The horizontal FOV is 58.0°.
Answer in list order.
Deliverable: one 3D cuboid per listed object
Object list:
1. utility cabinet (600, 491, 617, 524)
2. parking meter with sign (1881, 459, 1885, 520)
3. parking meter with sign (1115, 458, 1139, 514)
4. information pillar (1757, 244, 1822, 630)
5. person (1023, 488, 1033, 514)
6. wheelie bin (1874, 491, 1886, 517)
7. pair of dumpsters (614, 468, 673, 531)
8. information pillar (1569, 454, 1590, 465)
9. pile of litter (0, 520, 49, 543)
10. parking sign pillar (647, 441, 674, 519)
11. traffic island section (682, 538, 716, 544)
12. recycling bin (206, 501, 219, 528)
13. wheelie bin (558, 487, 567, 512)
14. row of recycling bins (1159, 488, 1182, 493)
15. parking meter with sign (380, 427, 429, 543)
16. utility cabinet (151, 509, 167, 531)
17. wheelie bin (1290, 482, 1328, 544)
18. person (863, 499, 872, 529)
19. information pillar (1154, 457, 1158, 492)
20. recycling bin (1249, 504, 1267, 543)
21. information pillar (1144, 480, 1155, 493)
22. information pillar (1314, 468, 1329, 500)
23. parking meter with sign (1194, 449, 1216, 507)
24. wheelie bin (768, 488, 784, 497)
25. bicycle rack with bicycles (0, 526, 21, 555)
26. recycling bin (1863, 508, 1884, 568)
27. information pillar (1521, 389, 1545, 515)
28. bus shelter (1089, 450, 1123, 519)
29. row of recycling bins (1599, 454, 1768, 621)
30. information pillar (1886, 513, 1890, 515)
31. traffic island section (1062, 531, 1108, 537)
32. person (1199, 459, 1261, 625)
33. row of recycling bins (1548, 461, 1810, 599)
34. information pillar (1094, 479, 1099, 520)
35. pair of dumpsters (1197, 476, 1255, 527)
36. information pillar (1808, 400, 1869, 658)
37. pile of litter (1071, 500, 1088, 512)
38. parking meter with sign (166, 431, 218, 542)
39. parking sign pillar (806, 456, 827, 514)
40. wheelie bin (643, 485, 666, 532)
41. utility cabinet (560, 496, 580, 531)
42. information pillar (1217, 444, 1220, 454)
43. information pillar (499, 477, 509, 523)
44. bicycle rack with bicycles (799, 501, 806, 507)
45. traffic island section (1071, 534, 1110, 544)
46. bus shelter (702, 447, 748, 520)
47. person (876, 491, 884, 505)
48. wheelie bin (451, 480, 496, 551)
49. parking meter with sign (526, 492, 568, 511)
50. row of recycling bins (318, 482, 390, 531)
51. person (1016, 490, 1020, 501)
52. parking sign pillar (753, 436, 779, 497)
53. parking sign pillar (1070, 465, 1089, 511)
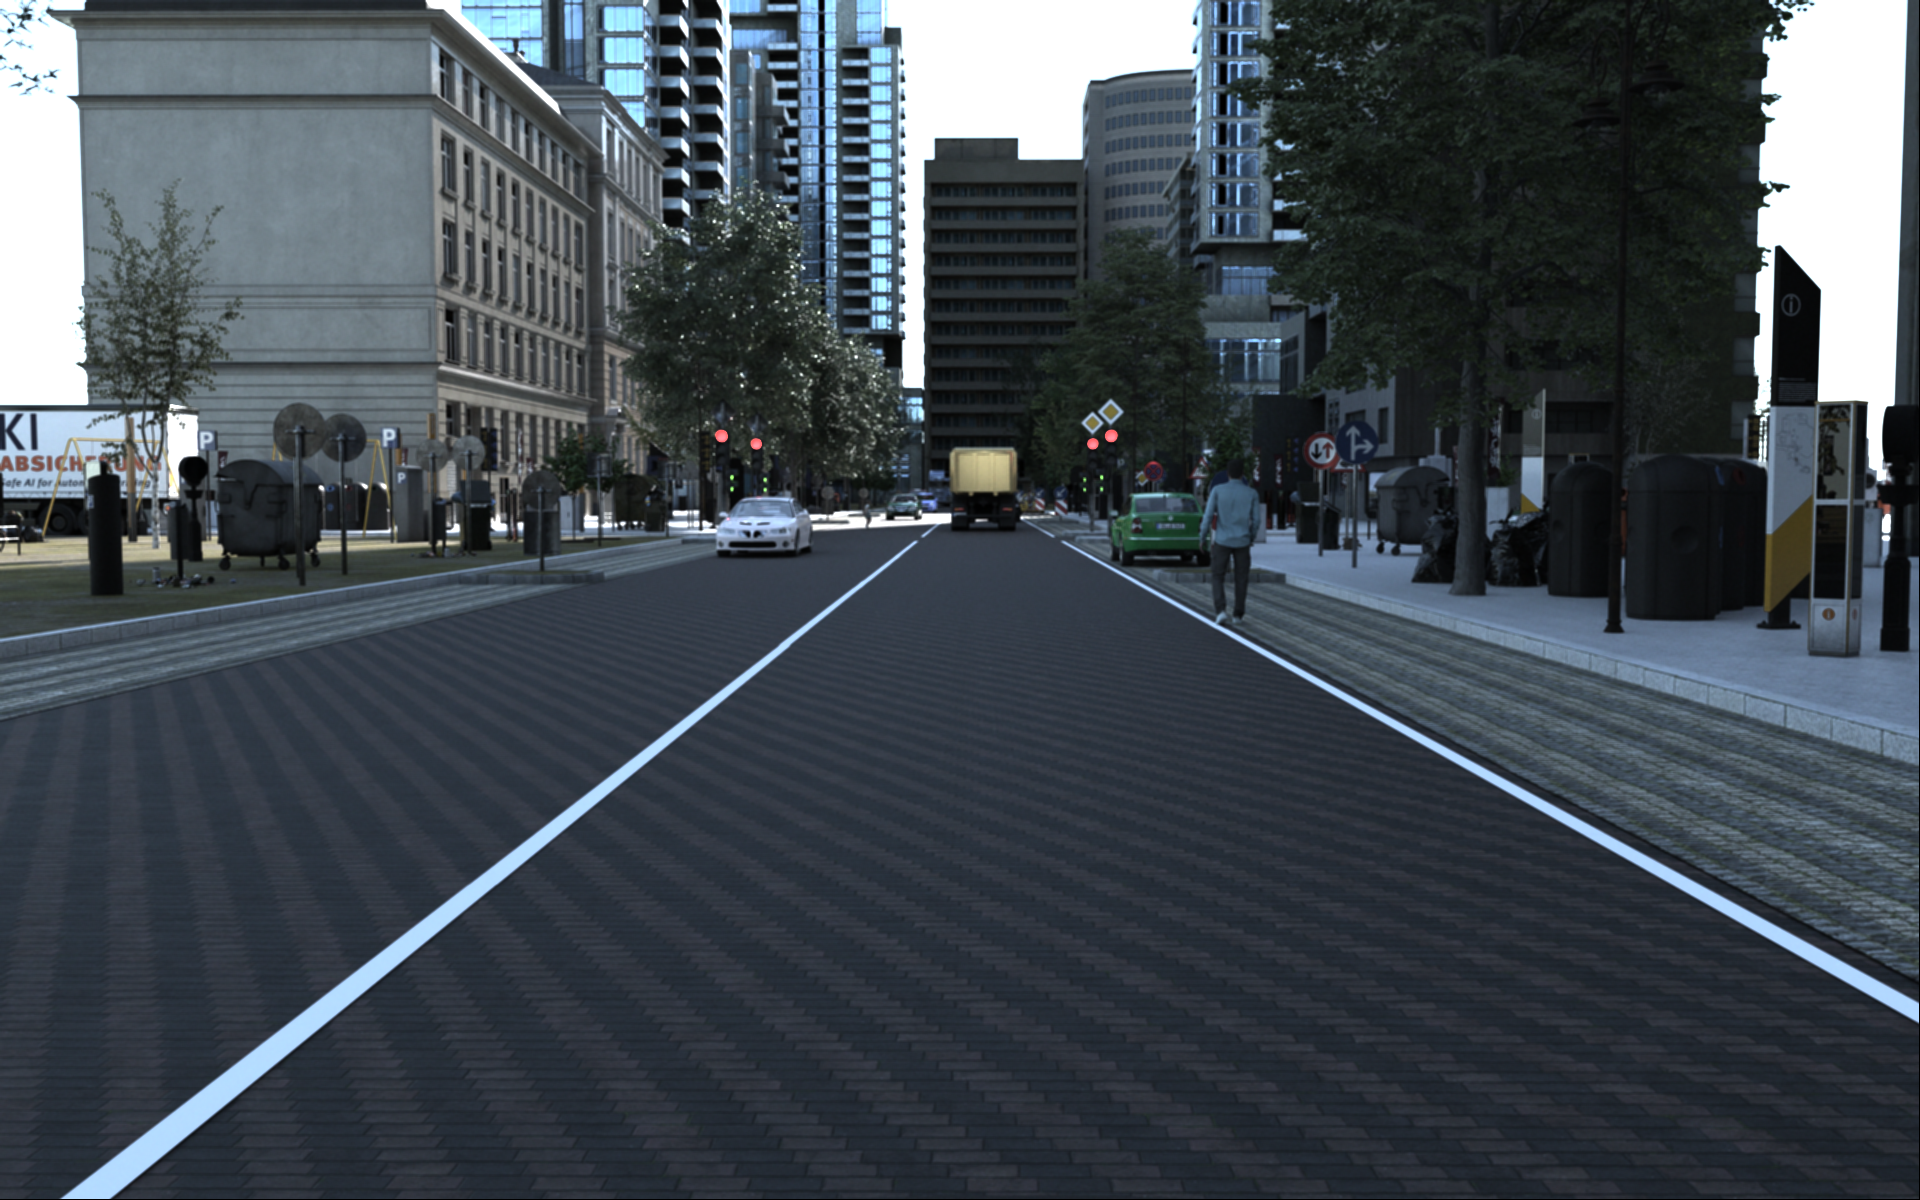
[{"bbox_3d":[-14.943,-3.963,73.471,0.318,1.500,1.173,1,4,15],"label":"utility cabinet"},{"bbox_3d":[46.394,-5.457,85.481,1.738,3.016,0.543,-1,4,-12],"label":"parking meter with sign"},{"bbox_3d":[8.206,-5.316,83.177,0.543,3.016,1.738,-2,4,-33],"label":"parking meter with sign"},{"bbox_3d":[7.887,-1.533,16.424,0.504,3.616,0.183,-1,4,-14],"label":"information pillar"},{"bbox_3d":[4.594,-6.514,115.092,0.778,1.811,0.616,1,4,10],"label":"person"},{"bbox_3d":[52.472,-5.561,98.824,0.693,1.594,0.980,1,4,18],"label":"wheelie bin"},{"bbox_3d":[-11.467,-3.667,62.453,1.574,2.255,4.437,0,4,0],"label":"pair of dumpsters"},{"bbox_3d":[11.249,-1.653,31.525,0.304,2.012,0.304,0,4,8],"label":"information pillar"},{"bbox_3d":[-25.034,-1.941,45.696,1.719,0.858,1.176,-1,4,-22],"label":"pile of litter"},{"bbox_3d":[-15.242,-6.072,87.745,1.447,3.967,1.447,2,4,29],"label":"parking sign pillar"},{"bbox_3d":[-6.996,-1.768,51.181,2.009,0.180,2.903,0,4,1],"label":"traffic island section"},{"bbox_3d":[-28.200,-3.247,65.636,0.722,1.027,0.722,0,4,4],"label":"recycling bin"},{"bbox_3d":[-17.270,-4.091,74.791,0.693,1.594,0.980,-3,4,-39],"label":"wheelie bin"},{"bbox_3d":[14.990,-7.333,127.007,3.534,1.692,1.069,2,4,25],"label":"row of recycling bins"},{"bbox_3d":[-14.629,-3.049,46.114,0.543,3.016,1.738,1,4,19],"label":"parking meter with sign"},{"bbox_3d":[-27.212,-3.121,59.711,1.173,1.500,0.318,-3,4,-38],"label":"utility cabinet"},{"bbox_3d":[9.051,-2.273,45.076,0.980,1.594,0.693,0,4,-4],"label":"wheelie bin"},{"bbox_3d":[-3.814,-3.483,70.460,0.382,1.210,0.505,-2,4,-29],"label":"person"},{"bbox_3d":[12.499,-7.285,110.466,0.183,3.616,0.504,3,4,37],"label":"information pillar"},{"bbox_3d":[7.657,-2.021,45.593,0.722,1.027,0.722,0,4,1],"label":"recycling bin"},{"bbox_3d":[9.506,-5.067,87.329,0.304,2.012,0.304,-2,4,-35],"label":"information pillar"},{"bbox_3d":[10.055,-2.676,48.241,0.304,2.012,0.304,-1,4,-15],"label":"information pillar"},{"bbox_3d":[9.279,-4.300,66.572,0.543,3.016,1.738,2,4,26],"label":"parking meter with sign"},{"bbox_3d":[-9.687,-5.075,90.878,0.980,1.594,0.693,-2,4,-27],"label":"wheelie bin"},{"bbox_3d":[-20.811,-1.344,35.350,2.852,0.926,2.925,0,4,4],"label":"bicycle rack with bicycles"},{"bbox_3d":[15.883,-1.104,30.611,0.722,1.027,0.722,2,4,31],"label":"recycling bin"},{"bbox_3d":[12.852,-2.904,38.831,0.504,3.616,0.183,3,5,42],"label":"information pillar"},{"bbox_3d":[7.401,-6.026,89.802,1.731,3.624,6.357,0,4,1],"label":"bus shelter"},{"bbox_3d":[8.062,-0.725,18.964,1.069,1.692,3.534,2,4,35],"label":"row of recycling bins"},{"bbox_3d":[62.089,-6.798,115.633,0.304,2.012,0.304,3,5,42],"label":"information pillar"},{"bbox_3d":[4.520,-2.249,59.054,2.009,0.180,2.903,0,4,1],"label":"traffic island section"},{"bbox_3d":[2.966,-0.641,18.995,0.660,1.820,0.620,0,4,1],"label":"person"},{"bbox_3d":[9.207,-0.885,21.581,3.534,1.692,1.069,0,4,8],"label":"row of recycling bins"},{"bbox_3d":[6.585,-4.896,84.540,0.304,2.012,0.304,-3,5,-41],"label":"information pillar"},{"bbox_3d":[9.699,-3.710,63.153,1.574,2.255,4.437,0,4,1],"label":"pair of dumpsters"},{"bbox_3d":[6.947,-0.563,13.702,0.304,2.012,0.304,-3,5,-44],"label":"information pillar"},{"bbox_3d":[8.343,-6.645,122.618,1.719,0.858,1.176,0,4,3],"label":"pile of litter"},{"bbox_3d":[-20.748,-3.088,46.743,0.543,3.016,1.738,0,4,8],"label":"parking meter with sign"},{"bbox_3d":[-9.196,-7.471,110.621,1.447,3.967,1.447,1,4,22],"label":"parking sign pillar"},{"bbox_3d":[-10.288,-3.101,58.615,0.693,1.594,0.980,1,4,12],"label":"wheelie bin"},{"bbox_3d":[-13.826,-3.070,61.355,0.306,1.237,1.020,-3,4,-38],"label":"utility cabinet"},{"bbox_3d":[10.321,-4.684,67.932,0.504,3.616,0.183,0,4,-2],"label":"information pillar"},{"bbox_3d":[-19.890,-4.351,75.635,0.304,2.012,0.304,3,4,37],"label":"information pillar"},{"bbox_3d":[-12.371,-7.219,131.413,2.925,0.926,2.852,-3,5,-44],"label":"bicycle rack with bicycles"},{"bbox_3d":[4.445,-1.761,51.069,2.009,0.180,2.903,0,4,1],"label":"traffic island section"},{"bbox_3d":[-11.808,-5.887,87.529,1.731,3.624,6.357,0,4,1],"label":"bus shelter"},{"bbox_3d":[-9.787,-12.598,214.553,1.350,1.814,0.705,1,4,15],"label":"person"},{"bbox_3d":[-11.076,-1.925,39.384,0.980,1.594,0.693,-2,4,-29],"label":"wheelie bin"},{"bbox_3d":[-16.413,-4.446,68.954,1.738,3.016,0.543,1,4,10],"label":"parking meter with sign"},{"bbox_3d":[-21.815,-3.328,61.520,3.534,1.692,1.069,1,4,18],"label":"row of recycling bins"},{"bbox_3d":[4.534,-7.639,133.743,0.624,1.780,0.694,0,4,4],"label":"person"},{"bbox_3d":[-8.993,-5.482,78.096,1.447,3.967,1.447,0,4,7],"label":"parking sign pillar"},{"bbox_3d":[8.978,-8.694,130.621,1.447,3.967,1.447,2,4,24],"label":"parking sign pillar"}]
